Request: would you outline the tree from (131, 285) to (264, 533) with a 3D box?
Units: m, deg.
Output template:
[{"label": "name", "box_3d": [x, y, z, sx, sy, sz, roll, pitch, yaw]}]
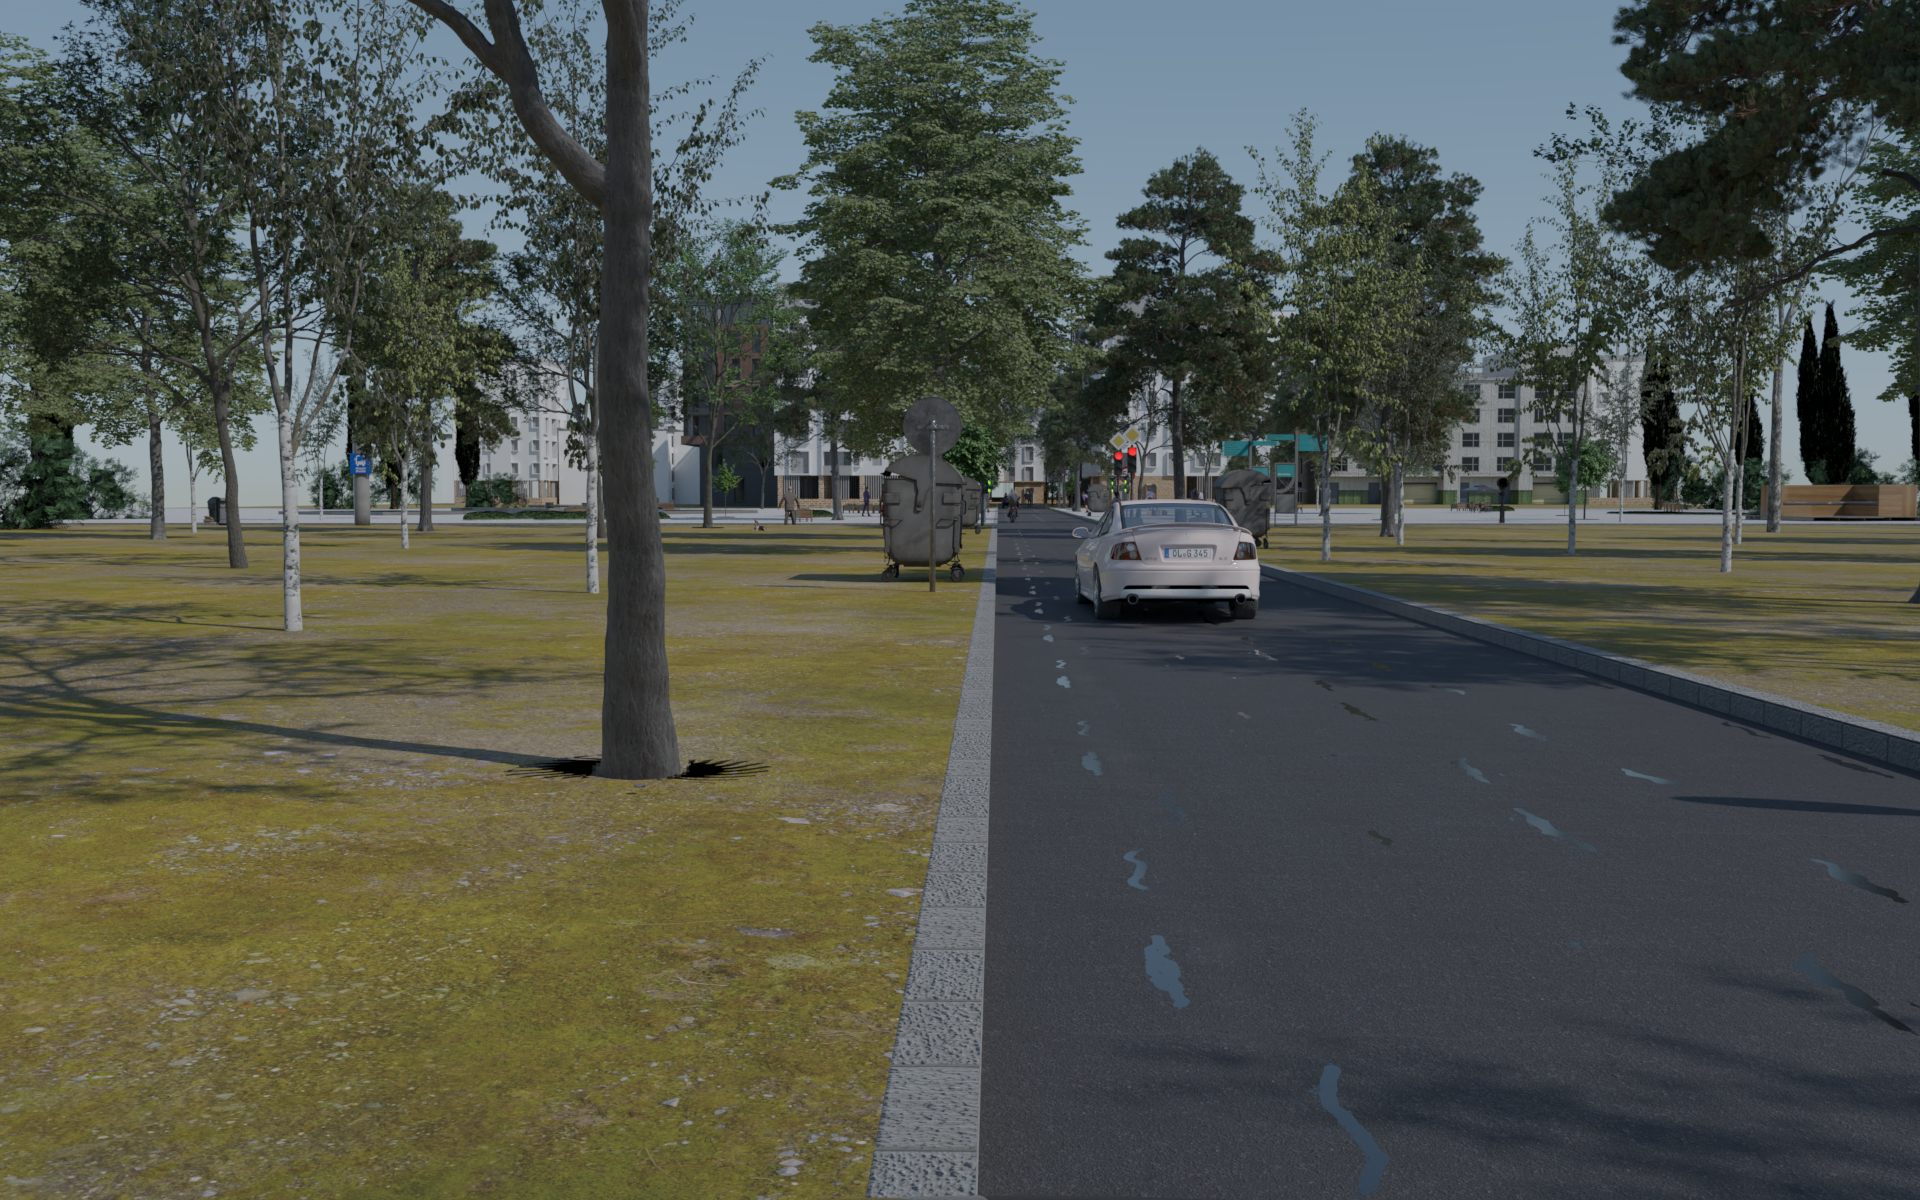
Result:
[{"label": "tree", "box_3d": [-25.289, -6.548, 57.421, 4.737, 8.622, 4.395, 0, 3, 0]}]

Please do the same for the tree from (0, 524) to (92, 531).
[{"label": "tree", "box_3d": [-41.162, -9.773, 61.615, 18.604, 14.587, 13.155, 1, 4, 9]}]

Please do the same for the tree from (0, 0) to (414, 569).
[{"label": "tree", "box_3d": [-12.788, -5.828, 29.703, 7.601, 10.594, 8.767, 1, 4, 12]}]

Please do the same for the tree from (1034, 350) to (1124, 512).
[{"label": "tree", "box_3d": [8.477, -12.410, 124.966, 6.751, 12.117, 7.091, 0, 3, 0]}]

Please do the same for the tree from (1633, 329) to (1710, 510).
[{"label": "tree", "box_3d": [61.013, -14.702, 142.194, 13.155, 14.587, 18.604, 0, 4, 7]}]

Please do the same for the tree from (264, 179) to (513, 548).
[{"label": "tree", "box_3d": [-12.983, -5.534, 40.837, 4.737, 8.622, 4.395, 0, 3, 0]}]

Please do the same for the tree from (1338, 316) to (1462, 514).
[{"label": "tree", "box_3d": [28.195, -12.549, 111.837, 9.857, 13.997, 8.962, 0, 3, 0]}]

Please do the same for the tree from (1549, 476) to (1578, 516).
[{"label": "tree", "box_3d": [35.522, -6.539, 101.510, 1.663, 3.219, 1.824, 0, 3, 0]}]

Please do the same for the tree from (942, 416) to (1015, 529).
[{"label": "tree", "box_3d": [0.208, -4.883, 63.546, 4.285, 4.588, 4.351, 0, 3, 0]}]

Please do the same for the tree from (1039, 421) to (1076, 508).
[{"label": "tree", "box_3d": [9.337, -12.988, 162.718, 4.737, 8.622, 4.395, 0, 3, 0]}]

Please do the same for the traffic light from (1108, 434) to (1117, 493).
[{"label": "traffic light", "box_3d": [7.057, -5.398, 77.498, 0.839, 4.213, 0.868, 0, 4, 1]}]

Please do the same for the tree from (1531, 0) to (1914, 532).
[{"label": "tree", "box_3d": [26.376, -12.405, 58.707, 12.611, 20.169, 13.585, 0, 3, 0]}]

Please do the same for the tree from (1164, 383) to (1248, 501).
[{"label": "tree", "box_3d": [21.052, -13.541, 147.152, 9.928, 11.665, 9.643, 0, 3, 0]}]

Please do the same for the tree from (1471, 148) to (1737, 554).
[{"label": "tree", "box_3d": [13.010, -5.307, 37.137, 4.737, 8.622, 4.395, 0, 3, 0]}]

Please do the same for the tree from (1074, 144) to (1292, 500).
[{"label": "tree", "box_3d": [7.780, -9.500, 62.744, 7.806, 13.903, 7.818, 0, 3, 0]}]

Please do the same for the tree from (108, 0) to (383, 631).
[{"label": "tree", "box_3d": [-6.047, -4.009, 15.905, 4.360, 8.622, 3.978, 0, 3, 0]}]

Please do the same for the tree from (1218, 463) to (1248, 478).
[{"label": "tree", "box_3d": [22.206, -9.458, 138.359, 4.285, 4.588, 4.351, 0, 3, 0]}]

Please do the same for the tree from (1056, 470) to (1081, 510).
[{"label": "tree", "box_3d": [9.048, -8.829, 138.947, 1.663, 3.219, 1.824, 0, 3, 0]}]

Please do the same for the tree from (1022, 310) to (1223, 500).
[{"label": "tree", "box_3d": [8.939, -9.177, 84.458, 8.767, 10.594, 7.601, -3, 5, -40]}]

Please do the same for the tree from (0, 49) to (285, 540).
[{"label": "tree", "box_3d": [-23.106, -7.983, 48.650, 7.486, 12.596, 7.792, 0, 3, 0]}]

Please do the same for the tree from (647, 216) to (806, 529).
[{"label": "tree", "box_3d": [-9.291, -8.482, 64.435, 9.928, 11.665, 9.643, 0, 3, 0]}]

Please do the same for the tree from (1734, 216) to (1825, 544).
[{"label": "tree", "box_3d": [19.740, -5.740, 44.207, 4.737, 8.622, 4.395, 0, 3, 0]}]

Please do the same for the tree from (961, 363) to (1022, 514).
[{"label": "tree", "box_3d": [1.224, -10.867, 112.082, 8.767, 10.594, 7.601, 1, 4, 11]}]

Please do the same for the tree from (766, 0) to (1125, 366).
[{"label": "tree", "box_3d": [-0.320, -7.253, 36.718, 7.486, 12.596, 7.792, 0, 3, 0]}]

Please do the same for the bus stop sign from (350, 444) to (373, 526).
[{"label": "bus stop sign", "box_3d": [-24.312, -4.974, 70.346, 0.837, 3.901, 0.837, -1, 4, -17]}]

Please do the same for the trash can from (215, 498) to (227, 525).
[{"label": "trash can", "box_3d": [-30.138, -3.626, 70.935, 0.748, 1.137, 0.748, 0, 3, 0]}]

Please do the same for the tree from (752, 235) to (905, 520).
[{"label": "tree", "box_3d": [-6.186, -10.839, 84.640, 7.806, 13.903, 7.818, 0, 3, 0]}]

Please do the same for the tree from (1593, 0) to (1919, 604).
[{"label": "tree", "box_3d": [11.326, -6.893, 20.117, 7.806, 13.903, 7.818, 0, 3, 0]}]

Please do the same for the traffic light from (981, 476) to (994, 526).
[{"label": "traffic light", "box_3d": [1.097, -5.405, 77.613, 0.839, 4.213, 0.868, 0, 4, 1]}]

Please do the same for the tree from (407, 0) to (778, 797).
[{"label": "tree", "box_3d": [-1.611, -5.940, 7.484, 12.009, 13.543, 11.850, 0, 3, 0]}]

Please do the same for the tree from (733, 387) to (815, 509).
[{"label": "tree", "box_3d": [-16.620, -12.903, 145.371, 8.767, 10.594, 7.601, -1, 4, -15]}]

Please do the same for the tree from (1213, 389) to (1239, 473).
[{"label": "tree", "box_3d": [21.935, -12.680, 129.368, 6.751, 12.117, 7.091, 0, 3, 0]}]

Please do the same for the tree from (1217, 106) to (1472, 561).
[{"label": "tree", "box_3d": [7.013, -5.053, 32.984, 4.737, 8.622, 4.395, 0, 3, 0]}]

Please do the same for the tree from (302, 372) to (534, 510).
[{"label": "tree", "box_3d": [-46.403, -15.024, 147.469, 18.604, 14.587, 13.155, -2, 4, -27]}]

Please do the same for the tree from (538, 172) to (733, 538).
[{"label": "tree", "box_3d": [-10.748, -7.068, 49.970, 7.601, 10.594, 8.767, 0, 4, -4]}]

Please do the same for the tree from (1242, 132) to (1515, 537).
[{"label": "tree", "box_3d": [12.768, -7.925, 51.626, 6.751, 12.117, 7.091, 0, 3, 0]}]

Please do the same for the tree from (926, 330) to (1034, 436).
[{"label": "tree", "box_3d": [0.346, -10.344, 94.876, 9.928, 11.665, 9.643, 0, 3, 0]}]

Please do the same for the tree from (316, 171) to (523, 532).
[{"label": "tree", "box_3d": [-18.294, -8.388, 59.193, 6.751, 12.117, 7.091, 0, 3, 0]}]

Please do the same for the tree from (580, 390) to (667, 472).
[{"label": "tree", "box_3d": [-27.639, -13.465, 142.211, 6.751, 12.117, 7.091, 0, 3, 0]}]

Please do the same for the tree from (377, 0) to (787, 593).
[{"label": "tree", "box_3d": [-4.581, -4.403, 22.346, 4.360, 8.622, 3.978, 0, 3, 0]}]

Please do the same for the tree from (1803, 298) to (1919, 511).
[{"label": "tree", "box_3d": [64.229, -13.480, 122.221, 13.155, 14.587, 18.604, 0, 4, -3]}]

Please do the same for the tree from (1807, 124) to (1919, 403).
[{"label": "tree", "box_3d": [20.427, -7.031, 33.080, 7.486, 12.596, 7.792, 0, 3, 0]}]

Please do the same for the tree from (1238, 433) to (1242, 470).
[{"label": "tree", "box_3d": [20.952, -10.828, 99.100, 6.751, 12.117, 7.091, 0, 3, 0]}]

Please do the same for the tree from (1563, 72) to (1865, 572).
[{"label": "tree", "box_3d": [12.456, -4.774, 28.422, 4.360, 8.622, 3.978, 0, 3, 0]}]

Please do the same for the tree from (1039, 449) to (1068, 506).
[{"label": "tree", "box_3d": [10.343, -14.138, 181.513, 4.360, 8.622, 3.978, 0, 3, 0]}]

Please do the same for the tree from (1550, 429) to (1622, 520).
[{"label": "tree", "box_3d": [31.380, -6.305, 86.796, 4.285, 4.588, 4.351, 0, 3, 0]}]

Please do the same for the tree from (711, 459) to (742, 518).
[{"label": "tree", "box_3d": [-12.948, -6.117, 94.621, 1.663, 3.219, 1.824, 0, 3, 0]}]

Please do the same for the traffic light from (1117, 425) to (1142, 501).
[{"label": "traffic light", "box_3d": [6.880, -4.909, 69.514, 0.839, 4.213, 0.868, 0, 4, 1]}]

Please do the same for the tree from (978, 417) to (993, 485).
[{"label": "tree", "box_3d": [1.221, -10.517, 122.315, 4.360, 8.622, 3.978, 0, 3, 0]}]

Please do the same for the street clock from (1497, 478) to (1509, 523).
[{"label": "street clock", "box_3d": [23.979, -4.403, 76.565, 0.471, 2.002, 0.358, 0, 4, -5]}]

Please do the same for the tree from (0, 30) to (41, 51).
[{"label": "tree", "box_3d": [-22.648, -7.411, 39.292, 7.486, 12.596, 7.792, 0, 3, 0]}]

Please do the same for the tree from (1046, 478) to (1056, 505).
[{"label": "tree", "box_3d": [10.880, -12.913, 205.726, 1.663, 3.219, 1.824, 0, 3, 0]}]

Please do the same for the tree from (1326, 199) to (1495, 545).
[{"label": "tree", "box_3d": [11.064, -5.673, 43.120, 4.360, 8.622, 3.978, 0, 3, 0]}]

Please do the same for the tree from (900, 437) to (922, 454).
[{"label": "tree", "box_3d": [-2.205, -10.914, 128.800, 4.360, 8.622, 3.978, 0, 3, 0]}]
